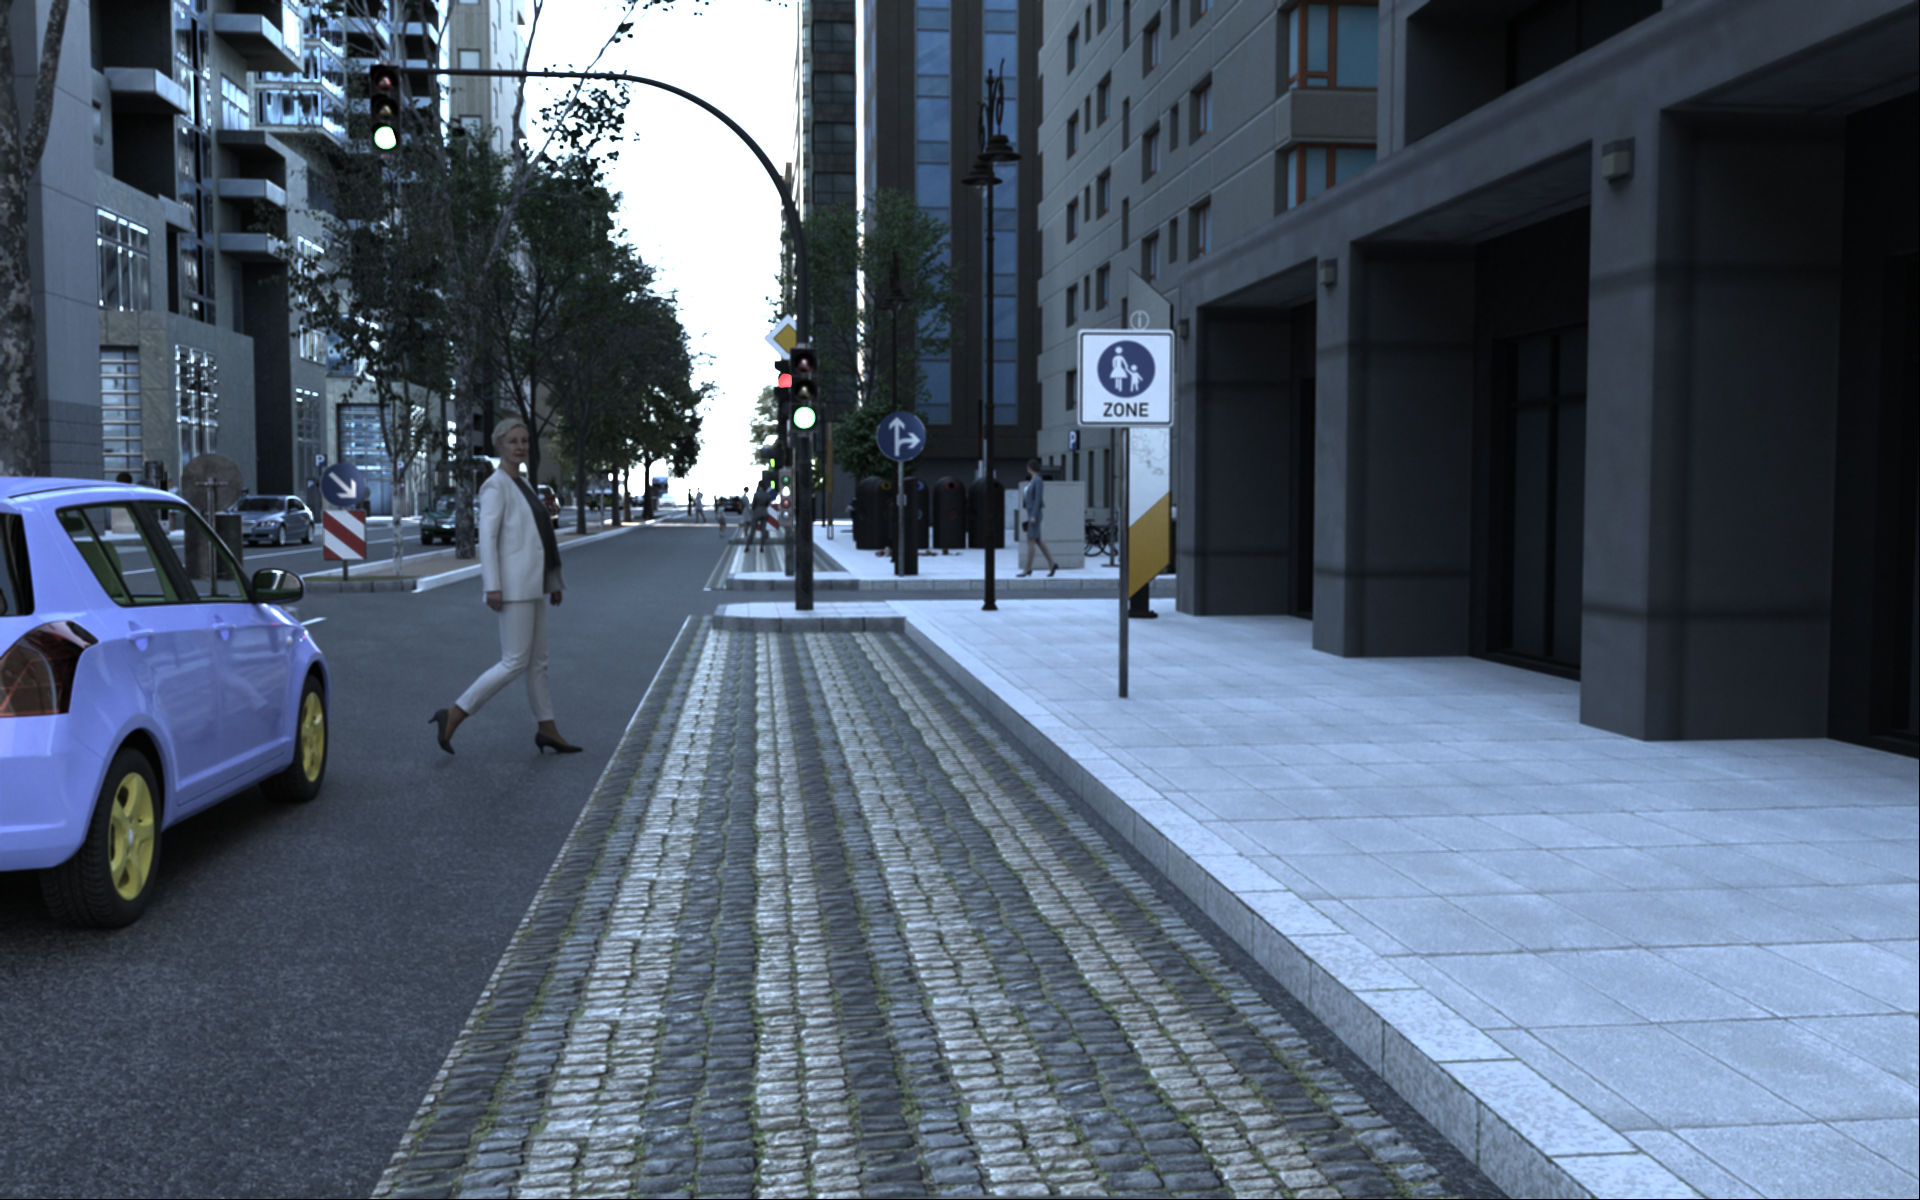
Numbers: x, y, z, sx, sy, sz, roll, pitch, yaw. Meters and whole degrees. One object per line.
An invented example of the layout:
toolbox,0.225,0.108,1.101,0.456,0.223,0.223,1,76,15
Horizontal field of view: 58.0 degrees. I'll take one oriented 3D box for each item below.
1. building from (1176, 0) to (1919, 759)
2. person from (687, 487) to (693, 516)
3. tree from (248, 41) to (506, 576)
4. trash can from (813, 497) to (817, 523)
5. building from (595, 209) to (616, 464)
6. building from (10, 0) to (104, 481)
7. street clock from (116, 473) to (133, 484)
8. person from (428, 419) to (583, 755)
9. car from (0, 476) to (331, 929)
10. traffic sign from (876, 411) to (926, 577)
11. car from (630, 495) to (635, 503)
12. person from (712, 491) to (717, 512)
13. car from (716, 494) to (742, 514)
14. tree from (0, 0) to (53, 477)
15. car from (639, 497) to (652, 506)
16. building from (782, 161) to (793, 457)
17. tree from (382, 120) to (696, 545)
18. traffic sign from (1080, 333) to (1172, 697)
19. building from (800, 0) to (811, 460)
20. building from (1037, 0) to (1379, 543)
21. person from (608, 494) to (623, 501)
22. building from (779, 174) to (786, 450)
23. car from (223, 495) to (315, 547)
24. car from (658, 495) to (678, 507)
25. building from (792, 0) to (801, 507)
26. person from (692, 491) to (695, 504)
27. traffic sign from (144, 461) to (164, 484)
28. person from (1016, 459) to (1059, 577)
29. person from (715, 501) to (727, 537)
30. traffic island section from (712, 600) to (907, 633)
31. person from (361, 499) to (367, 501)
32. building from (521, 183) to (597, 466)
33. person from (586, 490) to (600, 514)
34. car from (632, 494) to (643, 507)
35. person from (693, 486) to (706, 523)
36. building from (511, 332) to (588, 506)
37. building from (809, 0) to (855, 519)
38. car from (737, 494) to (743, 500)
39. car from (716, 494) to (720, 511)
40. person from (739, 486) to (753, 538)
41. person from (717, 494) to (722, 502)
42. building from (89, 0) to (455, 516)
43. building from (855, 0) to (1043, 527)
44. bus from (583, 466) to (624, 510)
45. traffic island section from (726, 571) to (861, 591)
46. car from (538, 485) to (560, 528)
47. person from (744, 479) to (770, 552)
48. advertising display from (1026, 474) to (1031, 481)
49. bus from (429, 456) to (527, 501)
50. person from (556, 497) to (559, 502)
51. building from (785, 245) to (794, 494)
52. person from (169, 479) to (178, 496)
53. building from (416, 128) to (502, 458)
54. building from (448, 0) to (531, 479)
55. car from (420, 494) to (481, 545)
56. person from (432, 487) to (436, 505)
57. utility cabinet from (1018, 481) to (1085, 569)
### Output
building,13.699,-34.835,7.808,20.563,71.187,20.611,0,4,-7
person,-17.715,-6.461,113.769,0.705,1.869,1.348,-1,4,-16
tree,-9.209,-4.601,28.042,4.360,8.622,3.978,0,3,0
trash can,-6.531,-3.841,74.455,0.748,1.137,0.748,0,3,0
building,-59.094,-35.744,239.034,22.147,44.769,28.867,0,4,-7
building,-35.112,-30.242,36.456,21.231,58.520,28.212,0,4,-7
street clock,-28.060,-3.281,58.209,0.471,2.002,0.358,-1,4,-18
person,-2.485,-0.065,9.449,0.818,1.842,0.514,-1,4,-15
car,-3.721,0.164,6.911,1.945,1.707,3.694,0,4,-7
traffic sign,-0.909,-1.633,26.800,0.768,2.556,0.104,0,4,-2
car,-45.165,-13.979,241.129,1.945,1.354,3.894,0,4,-5
person,-19.418,-7.765,136.923,0.415,1.643,0.593,-2,4,-28
car,-16.339,-6.920,122.922,2.009,1.686,4.222,0,4,-6
tree,-6.469,-9.461,13.041,12.611,20.169,13.585,0,3,0
car,-37.211,-11.847,206.056,2.083,1.381,4.827,0,4,-8
building,-11.891,-34.905,225.318,22.147,44.769,28.867,0,4,-7
tree,-11.971,-7.336,48.151,9.928,11.665,9.643,0,3,0
traffic sign,1.031,-0.534,10.863,0.606,2.300,0.079,0,4,-3
building,-5.308,-27.557,134.148,14.154,41.232,14.086,0,4,-7
building,18.562,-12.270,45.649,28.899,21.520,27.650,0,4,-7
person,-23.531,-6.674,118.146,1.217,1.766,0.721,1,4,22
building,-15.195,-38.316,250.175,21.300,48.544,21.600,0,4,-7
car,-19.325,-2.217,48.256,2.014,1.417,4.499,0,4,-5
car,-31.595,-10.713,187.518,2.083,1.381,4.827,0,4,-7
building,-5.152,-33.202,166.550,21.300,48.544,21.600,0,4,-7
person,-29.534,-11.124,191.185,0.742,1.727,0.445,2,4,30
traffic sign,-24.990,-3.158,53.757,0.606,2.300,0.079,0,4,0
person,1.197,-1.267,26.777,0.654,1.822,0.581,1,4,10
person,-8.024,-2.710,57.816,0.505,1.210,0.382,3,5,40
traffic island section,-1.714,0.186,19.236,2.009,0.180,2.903,0,4,-7
person,-32.894,-5.426,95.037,0.678,1.792,0.850,-1,4,-19
building,-53.499,-32.672,217.778,14.154,41.232,14.086,0,4,-7
person,-25.902,-6.921,122.442,1.217,1.735,0.721,-1,4,-14
car,-36.394,-11.466,197.250,2.009,1.686,4.222,0,4,-6
person,-12.861,-4.694,85.333,0.616,1.811,0.778,2,4,27
building,-56.607,-21.478,196.210,27.650,21.520,28.899,0,4,-7
building,-1.296,-19.815,95.684,14.160,30.474,14.107,0,4,-7
car,-29.997,-13.750,236.615,2.131,1.459,4.920,-1,4,-8
car,-20.001,-8.339,148.135,2.131,1.459,4.920,-1,4,-8
person,-6.770,-2.777,54.903,0.522,1.701,0.512,-2,4,-30
person,-19.865,-8.082,143.898,0.557,1.426,1.065,1,4,23
building,-44.686,-48.861,111.557,22.319,86.520,31.000,0,4,-7
building,2.843,-25.892,73.451,14.600,45.320,14.200,0,4,-7
bus,-31.757,-10.050,155.867,2.896,3.916,12.252,0,4,-5
traffic island section,-2.646,-0.299,27.167,2.009,0.180,2.903,0,4,-7
car,-17.642,-3.811,70.976,2.281,1.827,5.304,0,4,-7
person,-4.972,-2.055,42.376,0.573,1.790,0.520,3,4,39
advertising display,2.391,-3.161,56.896,0.123,1.923,0.974,1,4,23
bus,-23.042,-5.433,83.688,2.948,3.499,13.247,0,4,-7
person,-26.293,-6.224,110.985,1.217,1.743,0.721,0,4,3
building,-13.396,-26.355,202.601,14.160,30.474,14.107,0,4,-7
person,-27.114,-3.261,59.461,0.616,1.811,0.778,-2,4,-25
building,-44.249,-22.280,135.985,14.160,30.474,14.107,0,4,-7
building,-53.815,-34.655,155.849,28.713,52.752,27.495,0,4,-7
car,-14.486,-2.373,50.591,2.131,1.459,4.920,0,4,-6
person,-31.343,-5.931,103.798,0.721,1.735,1.217,0,4,-4
utility cabinet,1.562,-1.277,29.558,1.173,1.500,0.318,-2,4,-31
